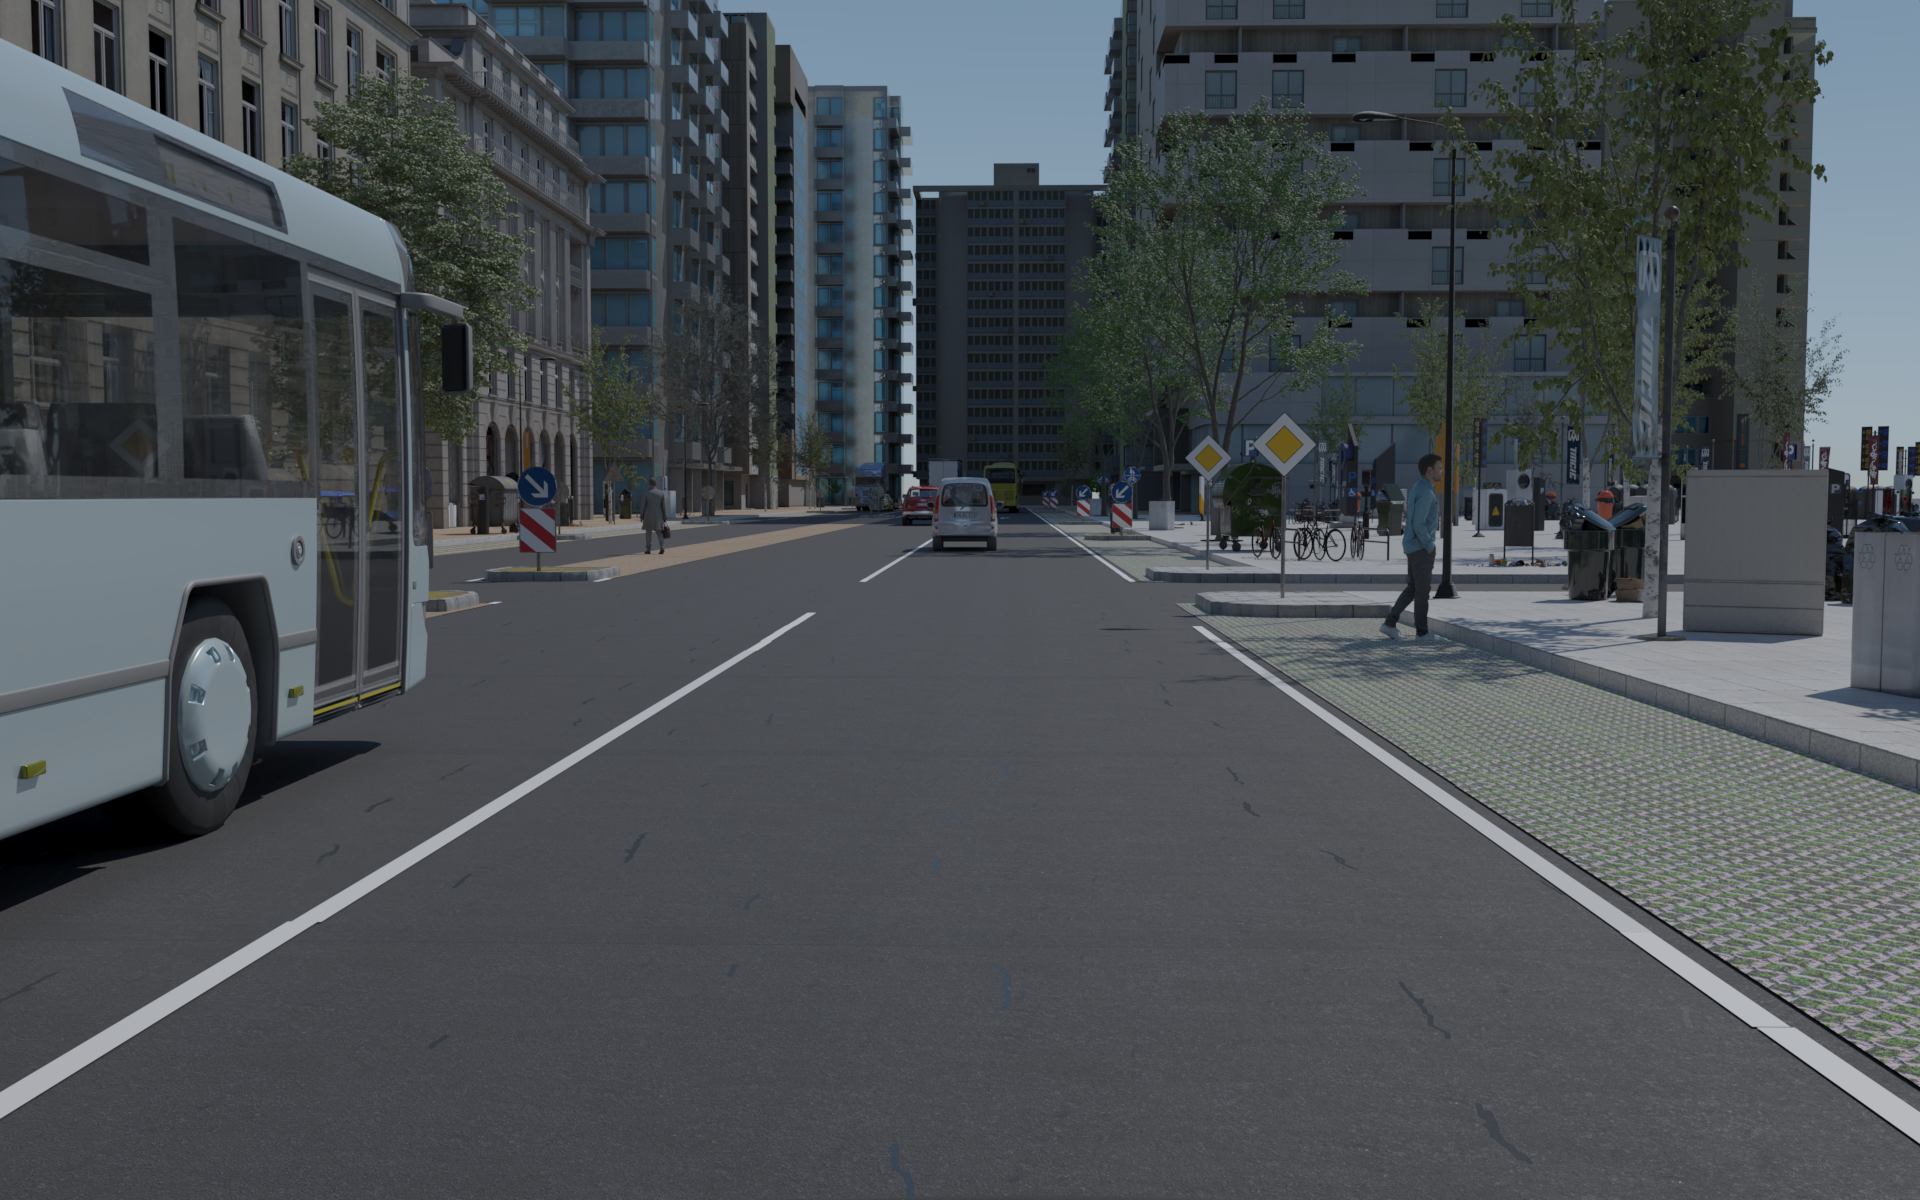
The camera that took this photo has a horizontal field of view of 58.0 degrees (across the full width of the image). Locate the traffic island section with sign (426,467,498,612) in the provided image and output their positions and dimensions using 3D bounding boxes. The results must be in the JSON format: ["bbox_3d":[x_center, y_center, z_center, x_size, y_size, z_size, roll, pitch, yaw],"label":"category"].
[{"bbox_3d":[-7.184,-0.842,21.900,2.006,1.907,1.989,0,4,2],"label":"traffic island section with sign"}]

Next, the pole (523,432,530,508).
[{"bbox_3d":[-14.327,-3.881,57.301,0.158,3.312,0.155,0,3,0],"label":"pole"}]

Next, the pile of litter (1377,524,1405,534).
[{"bbox_3d":[14.023,-2.544,55.552,1.719,0.858,1.176,-3,4,-39],"label":"pile of litter"}]

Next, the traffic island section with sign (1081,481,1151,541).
[{"bbox_3d":[4.887,-2.771,53.931,1.989,1.847,2.006,0,4,2],"label":"traffic island section with sign"}]

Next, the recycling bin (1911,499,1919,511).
[{"bbox_3d":[54.633,-5.265,98.644,0.722,1.027,0.722,-3,5,-44],"label":"recycling bin"}]

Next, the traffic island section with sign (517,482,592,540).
[{"bbox_3d":[-12.680,-2.800,54.415,1.989,1.847,2.006,0,4,2],"label":"traffic island section with sign"}]

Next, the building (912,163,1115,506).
[{"bbox_3d":[6.609,-31.445,205.999,23.993,40.220,32.217,0,4,2],"label":"building"}]

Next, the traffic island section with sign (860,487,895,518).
[{"bbox_3d":[-4.948,-5.889,104.416,2.006,1.907,1.989,0,4,2],"label":"traffic island section with sign"}]

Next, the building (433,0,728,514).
[{"bbox_3d":[-28.436,-30.644,120.635,23.786,49.044,30.456,0,4,2],"label":"building"}]

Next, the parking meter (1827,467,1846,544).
[{"bbox_3d":[19.035,-1.953,37.650,0.399,1.863,0.255,2,4,28],"label":"parking meter"}]

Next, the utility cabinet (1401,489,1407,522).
[{"bbox_3d":[19.913,-4.304,79.050,0.318,1.500,1.173,-1,4,-20],"label":"utility cabinet"}]

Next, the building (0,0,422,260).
[{"bbox_3d":[-26.929,-13.083,47.183,16.112,22.955,30.059,0,4,2],"label":"building"}]

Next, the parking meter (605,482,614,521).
[{"bbox_3d":[-16.465,-4.628,81.380,0.255,1.863,0.399,3,4,38],"label":"parking meter"}]

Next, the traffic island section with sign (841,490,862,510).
[{"bbox_3d":[-9.840,-9.210,159.204,1.989,1.847,2.006,0,4,2],"label":"traffic island section with sign"}]

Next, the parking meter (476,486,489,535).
[{"bbox_3d":[-15.038,-2.824,54.577,0.372,1.533,0.369,0,3,0],"label":"parking meter"}]

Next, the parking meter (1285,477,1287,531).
[{"bbox_3d":[11.007,-3.287,59.453,0.399,1.863,0.255,1,4,12],"label":"parking meter"}]

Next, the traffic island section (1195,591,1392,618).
[{"bbox_3d":[3.996,0.056,21.360,2.009,0.180,2.903,0,4,2],"label":"traffic island section"}]

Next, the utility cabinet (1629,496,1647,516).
[{"bbox_3d":[23.218,-2.942,59.266,0.306,1.237,1.020,0,4,-1],"label":"utility cabinet"}]

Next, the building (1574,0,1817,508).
[{"bbox_3d":[68.200,-33.095,164.806,21.600,48.544,21.300,0,4,2],"label":"building"}]

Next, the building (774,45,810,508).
[{"bbox_3d":[-22.790,-31.853,170.915,14.200,45.320,14.600,0,4,2],"label":"building"}]

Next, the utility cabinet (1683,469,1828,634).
[{"bbox_3d":[7.323,-0.445,15.960,1.173,1.500,0.318,2,4,27],"label":"utility cabinet"}]

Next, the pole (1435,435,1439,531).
[{"bbox_3d":[16.638,-4.065,60.303,0.158,3.312,0.155,0,3,0],"label":"pole"}]

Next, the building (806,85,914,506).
[{"bbox_3d":[-20.701,-35.677,202.927,30.456,49.044,23.786,0,4,2],"label":"building"}]

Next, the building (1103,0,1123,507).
[{"bbox_3d":[24.810,-33.087,160.585,23.786,49.044,30.456,0,4,2],"label":"building"}]

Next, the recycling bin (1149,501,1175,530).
[{"bbox_3d":[7.179,-3.001,61.622,0.722,1.027,0.722,2,4,29],"label":"recycling bin"}]

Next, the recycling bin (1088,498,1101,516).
[{"bbox_3d":[7.932,-5.429,101.326,0.722,1.027,0.722,-1,4,-11],"label":"recycling bin"}]

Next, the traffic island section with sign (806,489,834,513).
[{"bbox_3d":[-10.584,-7.526,131.685,1.989,1.847,2.006,0,4,2],"label":"traffic island section with sign"}]

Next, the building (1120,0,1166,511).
[{"bbox_3d":[19.839,-27.836,138.721,14.154,41.232,14.086,0,4,2],"label":"building"}]

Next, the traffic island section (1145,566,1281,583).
[{"bbox_3d":[4.212,-0.432,29.342,2.009,0.180,2.903,0,4,2],"label":"traffic island section"}]

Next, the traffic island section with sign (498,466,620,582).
[{"bbox_3d":[-6.974,-1.295,29.304,2.006,1.907,1.989,0,4,2],"label":"traffic island section with sign"}]

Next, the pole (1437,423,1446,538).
[{"bbox_3d":[13.986,-3.438,50.053,0.158,3.312,0.155,0,3,0],"label":"pole"}]

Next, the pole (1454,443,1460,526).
[{"bbox_3d":[19.898,-4.623,69.423,0.158,3.312,0.155,0,3,0],"label":"pole"}]

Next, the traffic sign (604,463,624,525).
[{"bbox_3d":[-14.413,-4.413,72.156,0.884,2.594,0.081,0,4,3],"label":"traffic sign"}]

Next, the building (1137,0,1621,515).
[{"bbox_3d":[26.314,-32.292,117.217,28.713,52.752,27.495,0,4,2],"label":"building"}]

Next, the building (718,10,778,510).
[{"bbox_3d":[-23.038,-28.096,142.965,14.154,41.232,14.086,0,4,2],"label":"building"}]

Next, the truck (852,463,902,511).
[{"bbox_3d":[-7.164,-10.041,153.926,2.967,4.110,18.799,0,4,3],"label":"truck"}]

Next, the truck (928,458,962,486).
[{"bbox_3d":[-1.125,-9.338,141.583,2.839,4.237,11.283,0,4,2],"label":"truck"}]

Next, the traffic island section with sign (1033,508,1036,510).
[{"bbox_3d":[7.703,-9.136,158.004,1.989,1.847,2.006,0,4,2],"label":"traffic island section with sign"}]

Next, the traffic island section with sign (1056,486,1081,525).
[{"bbox_3d":[5.634,-4.430,81.050,1.989,1.847,2.006,0,4,2],"label":"traffic island section with sign"}]

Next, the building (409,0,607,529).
[{"bbox_3d":[-24.499,-14.237,74.576,13.314,21.916,24.055,0,4,2],"label":"building"}]

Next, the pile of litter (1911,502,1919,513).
[{"bbox_3d":[52.143,-4.908,94.217,1.176,0.858,1.719,1,4,11],"label":"pile of litter"}]

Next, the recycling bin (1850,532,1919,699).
[{"bbox_3d":[6.309,0.083,11.203,0.722,1.027,0.722,0,4,-6],"label":"recycling bin"}]

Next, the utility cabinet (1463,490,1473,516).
[{"bbox_3d":[29.855,-5.649,101.040,0.318,1.500,1.173,-1,4,-21],"label":"utility cabinet"}]

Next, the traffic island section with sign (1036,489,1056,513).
[{"bbox_3d":[6.978,-7.488,131.059,1.989,1.847,2.006,0,4,2],"label":"traffic island section with sign"}]

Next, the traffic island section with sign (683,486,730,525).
[{"bbox_3d":[-11.928,-4.480,81.883,1.989,1.847,2.006,0,4,2],"label":"traffic island section with sign"}]

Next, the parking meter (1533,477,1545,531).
[{"bbox_3d":[20.140,-3.335,60.234,0.399,1.863,0.255,-2,4,-35],"label":"parking meter"}]
